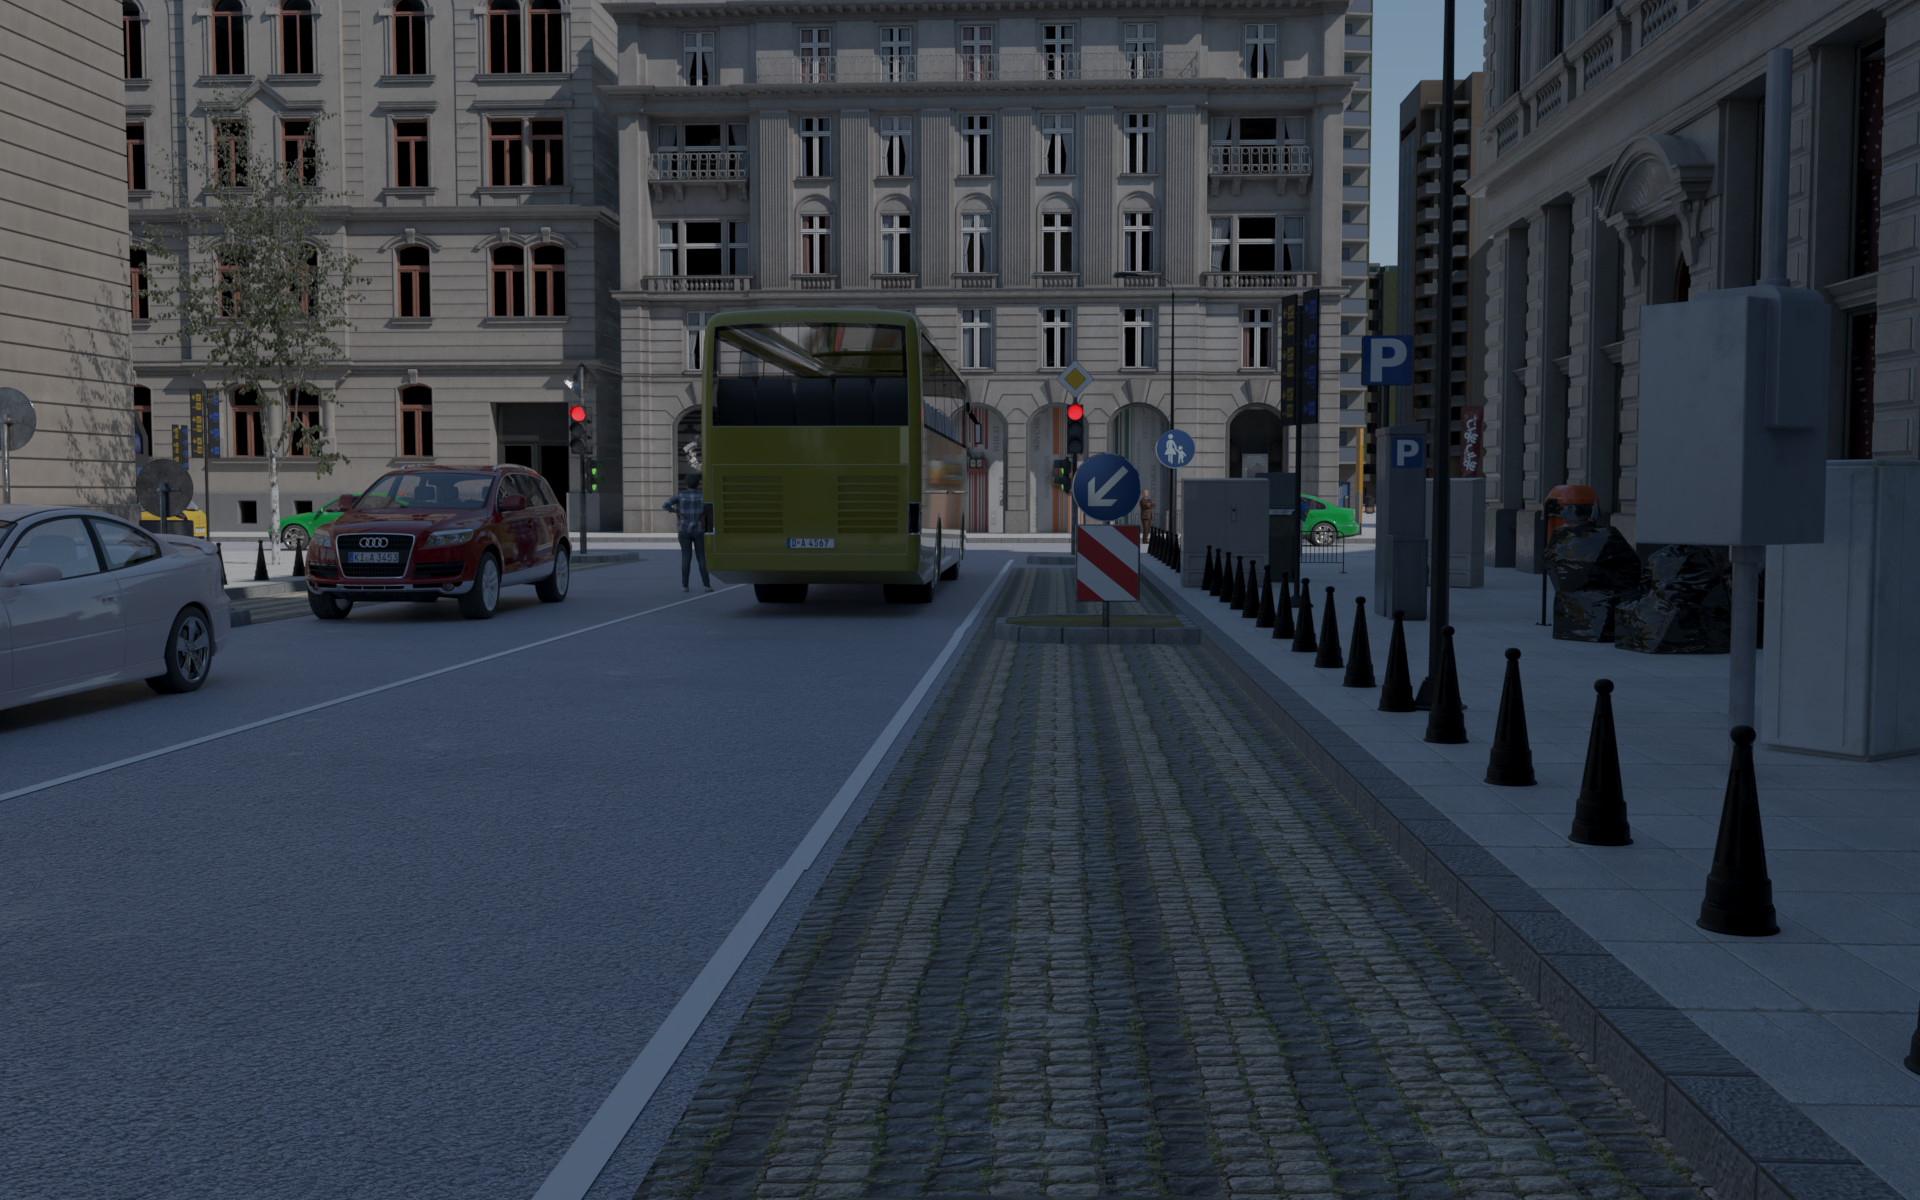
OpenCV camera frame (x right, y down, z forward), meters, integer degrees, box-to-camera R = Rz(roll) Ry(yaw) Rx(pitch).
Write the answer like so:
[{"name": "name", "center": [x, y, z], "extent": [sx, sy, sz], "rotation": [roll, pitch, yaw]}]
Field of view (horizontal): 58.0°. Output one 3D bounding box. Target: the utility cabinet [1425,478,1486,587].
[{"name": "utility cabinet", "center": [6.673, -0.935, 23.969], "extent": [0.318, 1.500, 1.173], "rotation": [-3, 4, -37]}]

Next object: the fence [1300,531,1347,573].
[{"name": "fence", "center": [5.253, -0.787, 28.250], "extent": [2.069, 0.683, 0.278], "rotation": [0, 4, 7]}]

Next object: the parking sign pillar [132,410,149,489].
[{"name": "parking sign pillar", "center": [-26.198, -4.076, 55.120], "extent": [1.447, 3.967, 1.447], "rotation": [-3, 4, -38]}]

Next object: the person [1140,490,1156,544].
[{"name": "person", "center": [5.396, -2.389, 49.823], "extent": [0.482, 1.546, 0.388], "rotation": [-3, 5, -40]}]

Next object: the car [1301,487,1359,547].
[{"name": "car", "center": [8.604, -2.391, 47.893], "extent": [4.718, 1.807, 1.959], "rotation": [0, 4, 5]}]

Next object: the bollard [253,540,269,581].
[{"name": "bollard", "center": [-10.384, -0.593, 25.731], "extent": [0.229, 0.601, 0.229], "rotation": [0, 3, 0]}]

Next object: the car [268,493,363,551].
[{"name": "car", "center": [-15.315, -2.174, 44.347], "extent": [4.718, 1.807, 1.959], "rotation": [0, 4, 5]}]

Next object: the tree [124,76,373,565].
[{"name": "tree", "center": [-12.367, -4.921, 30.821], "extent": [4.360, 8.622, 3.978], "rotation": [0, 3, 0]}]

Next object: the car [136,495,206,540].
[{"name": "car", "center": [-23.020, -2.316, 48.097], "extent": [3.980, 1.641, 2.015], "rotation": [0, 4, 3]}]

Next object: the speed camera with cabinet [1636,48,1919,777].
[{"name": "speed camera with cabinet", "center": [4.123, -0.858, 8.359], "extent": [2.038, 3.252, 0.660], "rotation": [-2, 4, -34]}]

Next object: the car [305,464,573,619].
[{"name": "car", "center": [-6.327, -0.786, 21.521], "extent": [2.281, 1.827, 5.304], "rotation": [0, 4, 2]}]

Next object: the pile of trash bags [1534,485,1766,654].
[{"name": "pile of trash bags", "center": [6.132, -0.354, 15.544], "extent": [1.912, 1.369, 3.447], "rotation": [0, 4, -8]}]

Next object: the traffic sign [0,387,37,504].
[{"name": "traffic sign", "center": [-11.361, -1.256, 20.637], "extent": [0.768, 2.556, 0.104], "rotation": [0, 4, 7]}]

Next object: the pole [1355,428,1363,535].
[{"name": "pole", "center": [12.356, -3.656, 53.627], "extent": [0.158, 3.312, 0.155], "rotation": [0, 3, 0]}]

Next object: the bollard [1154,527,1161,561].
[{"name": "bollard", "center": [3.909, -1.060, 33.378], "extent": [0.229, 0.601, 0.229], "rotation": [0, 3, 0]}]

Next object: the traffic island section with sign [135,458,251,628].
[{"name": "traffic island section with sign", "center": [-8.815, -0.610, 18.604], "extent": [1.989, 1.847, 2.006], "rotation": [0, 4, 3]}]

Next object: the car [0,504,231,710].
[{"name": "car", "center": [-6.533, 0.068, 11.247], "extent": [2.083, 1.381, 4.827], "rotation": [0, 4, 3]}]

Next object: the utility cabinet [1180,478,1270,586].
[{"name": "utility cabinet", "center": [3.651, -0.930, 23.879], "extent": [1.173, 1.500, 0.318], "rotation": [0, 4, -1]}]

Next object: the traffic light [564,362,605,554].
[{"name": "traffic light", "center": [-8.048, -2.940, 36.988], "extent": [0.839, 4.253, 0.868], "rotation": [0, 4, 3]}]

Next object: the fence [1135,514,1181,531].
[{"name": "fence", "center": [6.344, -2.304, 53.052], "extent": [2.069, 0.683, 0.278], "rotation": [1, 4, 14]}]

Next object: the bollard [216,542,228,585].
[{"name": "bollard", "center": [-10.457, -0.514, 24.446], "extent": [0.229, 0.601, 0.229], "rotation": [0, 3, 0]}]

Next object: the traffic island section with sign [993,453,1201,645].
[{"name": "traffic island section with sign", "center": [1.345, -0.534, 17.367], "extent": [1.989, 1.847, 2.006], "rotation": [0, 4, 3]}]

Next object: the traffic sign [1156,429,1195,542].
[{"name": "traffic sign", "center": [4.233, -2.079, 34.106], "extent": [0.768, 2.556, 0.104], "rotation": [0, 4, 6]}]

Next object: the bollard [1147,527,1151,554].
[{"name": "bollard", "center": [4.053, -1.217, 35.939], "extent": [0.229, 0.601, 0.229], "rotation": [0, 3, 0]}]

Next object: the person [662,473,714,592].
[{"name": "person", "center": [-3.915, -0.988, 25.369], "extent": [0.841, 1.734, 0.376], "rotation": [0, 4, -1]}]

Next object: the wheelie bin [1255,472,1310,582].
[{"name": "wheelie bin", "center": [4.610, -1.067, 25.354], "extent": [0.980, 1.594, 0.693], "rotation": [1, 4, 8]}]

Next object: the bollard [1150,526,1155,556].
[{"name": "bollard", "center": [3.983, -1.139, 34.658], "extent": [0.229, 0.601, 0.229], "rotation": [0, 3, 0]}]

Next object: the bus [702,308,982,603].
[{"name": "bus", "center": [-1.370, -2.090, 25.720], "extent": [2.896, 3.916, 12.252], "rotation": [0, 4, 3]}]

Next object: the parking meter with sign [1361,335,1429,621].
[{"name": "parking meter with sign", "center": [4.633, -1.347, 18.284], "extent": [0.543, 3.016, 1.738], "rotation": [0, 4, 4]}]

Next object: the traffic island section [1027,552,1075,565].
[{"name": "traffic island section", "center": [2.436, -0.871, 36.525], "extent": [2.009, 0.180, 2.903], "rotation": [0, 4, 3]}]

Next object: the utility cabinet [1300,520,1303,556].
[{"name": "utility cabinet", "center": [6.739, -1.491, 35.535], "extent": [0.306, 1.237, 1.020], "rotation": [2, 4, 30]}]

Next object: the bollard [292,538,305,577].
[{"name": "bollard", "center": [-10.309, -0.671, 27.012], "extent": [0.229, 0.601, 0.229], "rotation": [0, 3, 0]}]

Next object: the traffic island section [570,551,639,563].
[{"name": "traffic island section", "center": [-8.088, -0.908, 37.125], "extent": [2.009, 0.180, 2.903], "rotation": [0, 4, 3]}]

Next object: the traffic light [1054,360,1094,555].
[{"name": "traffic light", "center": [2.397, -2.905, 36.413], "extent": [0.839, 4.253, 0.868], "rotation": [0, 4, 3]}]

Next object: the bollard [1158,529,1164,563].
[{"name": "bollard", "center": [3.839, -0.982, 32.092], "extent": [0.229, 0.601, 0.229], "rotation": [0, 3, 0]}]
